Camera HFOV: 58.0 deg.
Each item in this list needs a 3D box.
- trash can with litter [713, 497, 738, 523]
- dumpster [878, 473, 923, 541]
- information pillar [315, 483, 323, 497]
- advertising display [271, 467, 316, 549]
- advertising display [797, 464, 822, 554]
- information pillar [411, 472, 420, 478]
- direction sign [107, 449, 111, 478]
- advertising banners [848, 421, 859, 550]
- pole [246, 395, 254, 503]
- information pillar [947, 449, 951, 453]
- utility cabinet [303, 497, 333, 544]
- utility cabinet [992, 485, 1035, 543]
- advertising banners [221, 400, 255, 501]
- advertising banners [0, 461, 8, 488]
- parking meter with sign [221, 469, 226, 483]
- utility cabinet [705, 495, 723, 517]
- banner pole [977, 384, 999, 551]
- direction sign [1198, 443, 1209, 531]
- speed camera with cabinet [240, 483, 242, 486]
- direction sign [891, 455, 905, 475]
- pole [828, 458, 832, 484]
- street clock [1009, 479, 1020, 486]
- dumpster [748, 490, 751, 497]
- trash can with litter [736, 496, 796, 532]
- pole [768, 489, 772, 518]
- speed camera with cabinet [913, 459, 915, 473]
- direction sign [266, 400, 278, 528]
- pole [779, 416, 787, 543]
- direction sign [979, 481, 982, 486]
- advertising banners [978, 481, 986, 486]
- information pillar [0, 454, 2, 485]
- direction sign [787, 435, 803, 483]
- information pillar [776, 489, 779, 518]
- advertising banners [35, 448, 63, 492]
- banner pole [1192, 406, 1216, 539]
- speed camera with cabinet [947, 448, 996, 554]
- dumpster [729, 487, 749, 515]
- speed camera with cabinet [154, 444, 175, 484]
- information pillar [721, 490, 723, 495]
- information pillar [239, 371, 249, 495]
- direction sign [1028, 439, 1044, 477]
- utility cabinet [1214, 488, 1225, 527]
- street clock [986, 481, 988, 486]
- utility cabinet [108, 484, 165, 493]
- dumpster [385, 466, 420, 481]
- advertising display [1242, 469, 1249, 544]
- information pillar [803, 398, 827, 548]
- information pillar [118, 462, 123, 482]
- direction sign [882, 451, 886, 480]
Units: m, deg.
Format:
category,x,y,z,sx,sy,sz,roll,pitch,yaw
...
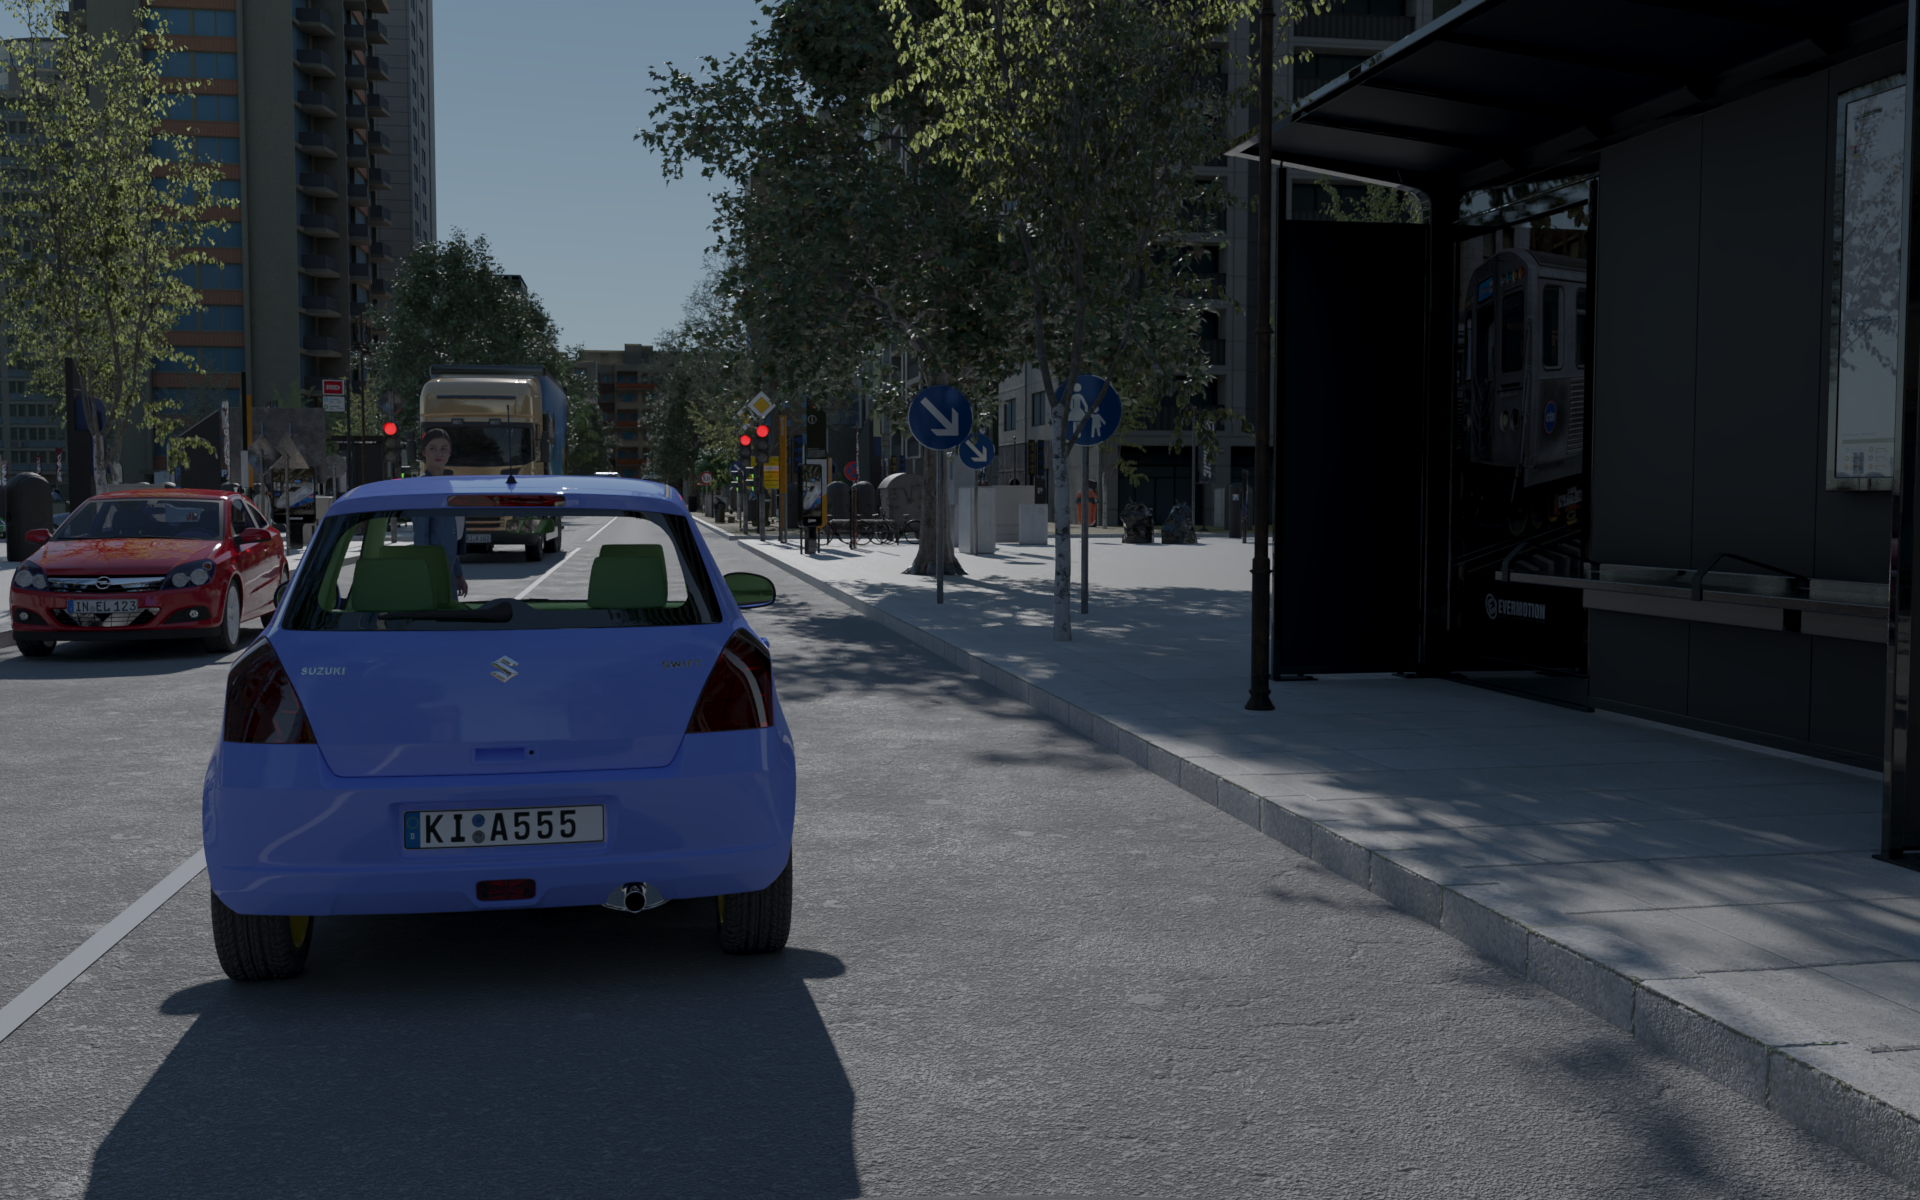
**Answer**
category,x,y,z,sx,sy,sz,roll,pitch,yaw
trash can with litter,-10.362,-3.981,76.471,1.055,1.170,0.624,0,4,6
dumpster,-1.525,-2.570,47.776,1.264,1.857,1.865,-1,4,-10
information pillar,-25.029,-3.859,67.594,0.304,2.012,0.304,1,4,18
advertising display,-15.584,-2.159,40.519,0.974,1.923,0.123,-2,4,-34
advertising display,-3.219,-1.955,37.179,0.123,1.923,0.974,1,4,21
information pillar,-18.066,-3.260,57.801,0.304,2.012,0.304,2,4,35
direction sign,-42.780,-5.768,86.309,0.876,3.537,0.379,-1,4,-22
advertising banners,-2.481,-2.725,40.748,0.090,3.025,2.074,0,4,2
pole,-14.701,-2.566,35.799,0.158,3.312,0.155,0,3,0
information pillar,-0.469,-4.829,70.305,0.183,3.616,0.504,-3,4,-38
utility cabinet,-16.637,-2.037,44.461,1.020,1.237,0.306,0,4,2
utility cabinet,1.328,-2.215,44.889,1.173,1.500,0.318,-1,4,-19
advertising banners,-13.347,-2.191,32.008,0.090,3.025,2.074,-3,4,-36
advertising banners,-50.114,-5.724,89.779,2.074,3.025,0.090,1,4,16
parking meter with sign,-52.585,-7.729,122.631,1.738,3.016,0.543,2,4,34
utility cabinet,-14.086,-5.379,99.106,1.020,1.237,0.306,0,4,-4
banner pole,0.583,-3.026,39.498,0.401,3.779,0.863,-2,4,-29
direction sign,8.420,-4.141,59.707,0.379,3.537,0.876,3,4,37
speed camera with cabinet,-47.784,-7.338,114.315,2.038,3.252,0.660,0,4,-5
direction sign,-3.620,-6.686,101.315,0.876,3.537,0.379,1,4,16
pole,-7.330,-6.350,97.671,0.158,3.312,0.155,0,3,0
street clock,2.531,-4.659,80.743,0.471,2.002,0.358,-1,4,-11
dumpster,-14.069,-7.279,121.500,1.502,2.255,1.985,-1,4,-10
trash can with litter,-6.762,-2.992,59.972,2.233,1.210,1.678,-1,4,-17
pole,-10.343,-6.136,94.164,0.158,3.312,0.155,0,3,0
speed camera with cabinet,-2.682,-6.277,96.957,0.660,3.252,2.038,1,4,23
direction sign,-16.703,-3.066,42.129,0.379,3.537,0.876,-3,4,-38
pole,-4.596,-3.132,45.052,0.158,3.312,0.155,0,3,0
direction sign,0.486,-3.001,41.071,0.379,3.537,0.876,0,4,5
advertising banners,1.670,-4.986,77.716,2.074,3.025,0.090,0,4,-4
information pillar,-56.903,-6.806,102.625,0.504,3.616,0.183,2,4,27
direction sign,-6.453,-4.546,66.331,0.876,3.537,0.379,0,4,7
information pillar,-9.683,-5.418,93.069,0.304,2.012,0.304,3,5,41
advertising banners,-34.160,-4.207,64.969,0.090,3.025,2.074,0,4,1
banner pole,6.880,-3.625,49.281,0.863,3.779,0.401,0,4,3
speed camera with cabinet,0.228,-2.658,37.798,0.660,3.252,2.038,-1,4,-16
dumpster,-13.951,-6.338,109.390,1.264,1.857,1.865,-1,4,-10
speed camera with cabinet,-31.639,-4.596,69.475,0.660,3.252,2.038,0,4,-4
information pillar,-17.662,-8.365,128.123,0.183,3.616,0.504,1,4,20
information pillar,-13.736,-2.563,33.257,0.183,3.616,0.504,-2,4,-28
direction sign,3.169,-4.901,72.135,0.876,3.537,0.379,-3,5,-41
utility cabinet,10.162,-3.566,66.985,0.318,1.500,1.173,2,4,28
street clock,1.393,-5.569,95.628,0.358,2.002,0.471,1,4,11
utility cabinet,-18.051,-1.787,37.901,0.318,1.500,1.173,3,5,44
dumpster,-18.961,-3.467,59.179,1.502,2.255,1.985,-1,4,-10
advertising display,7.449,-2.449,45.256,0.123,1.923,0.974,1,4,12
information pillar,-3.443,-3.062,41.421,0.504,3.616,0.183,0,4,-2
information pillar,-59.082,-7.987,121.948,0.504,3.616,0.183,2,4,32
direction sign,-4.047,-6.080,91.408,0.379,3.537,0.876,0,4,-8
